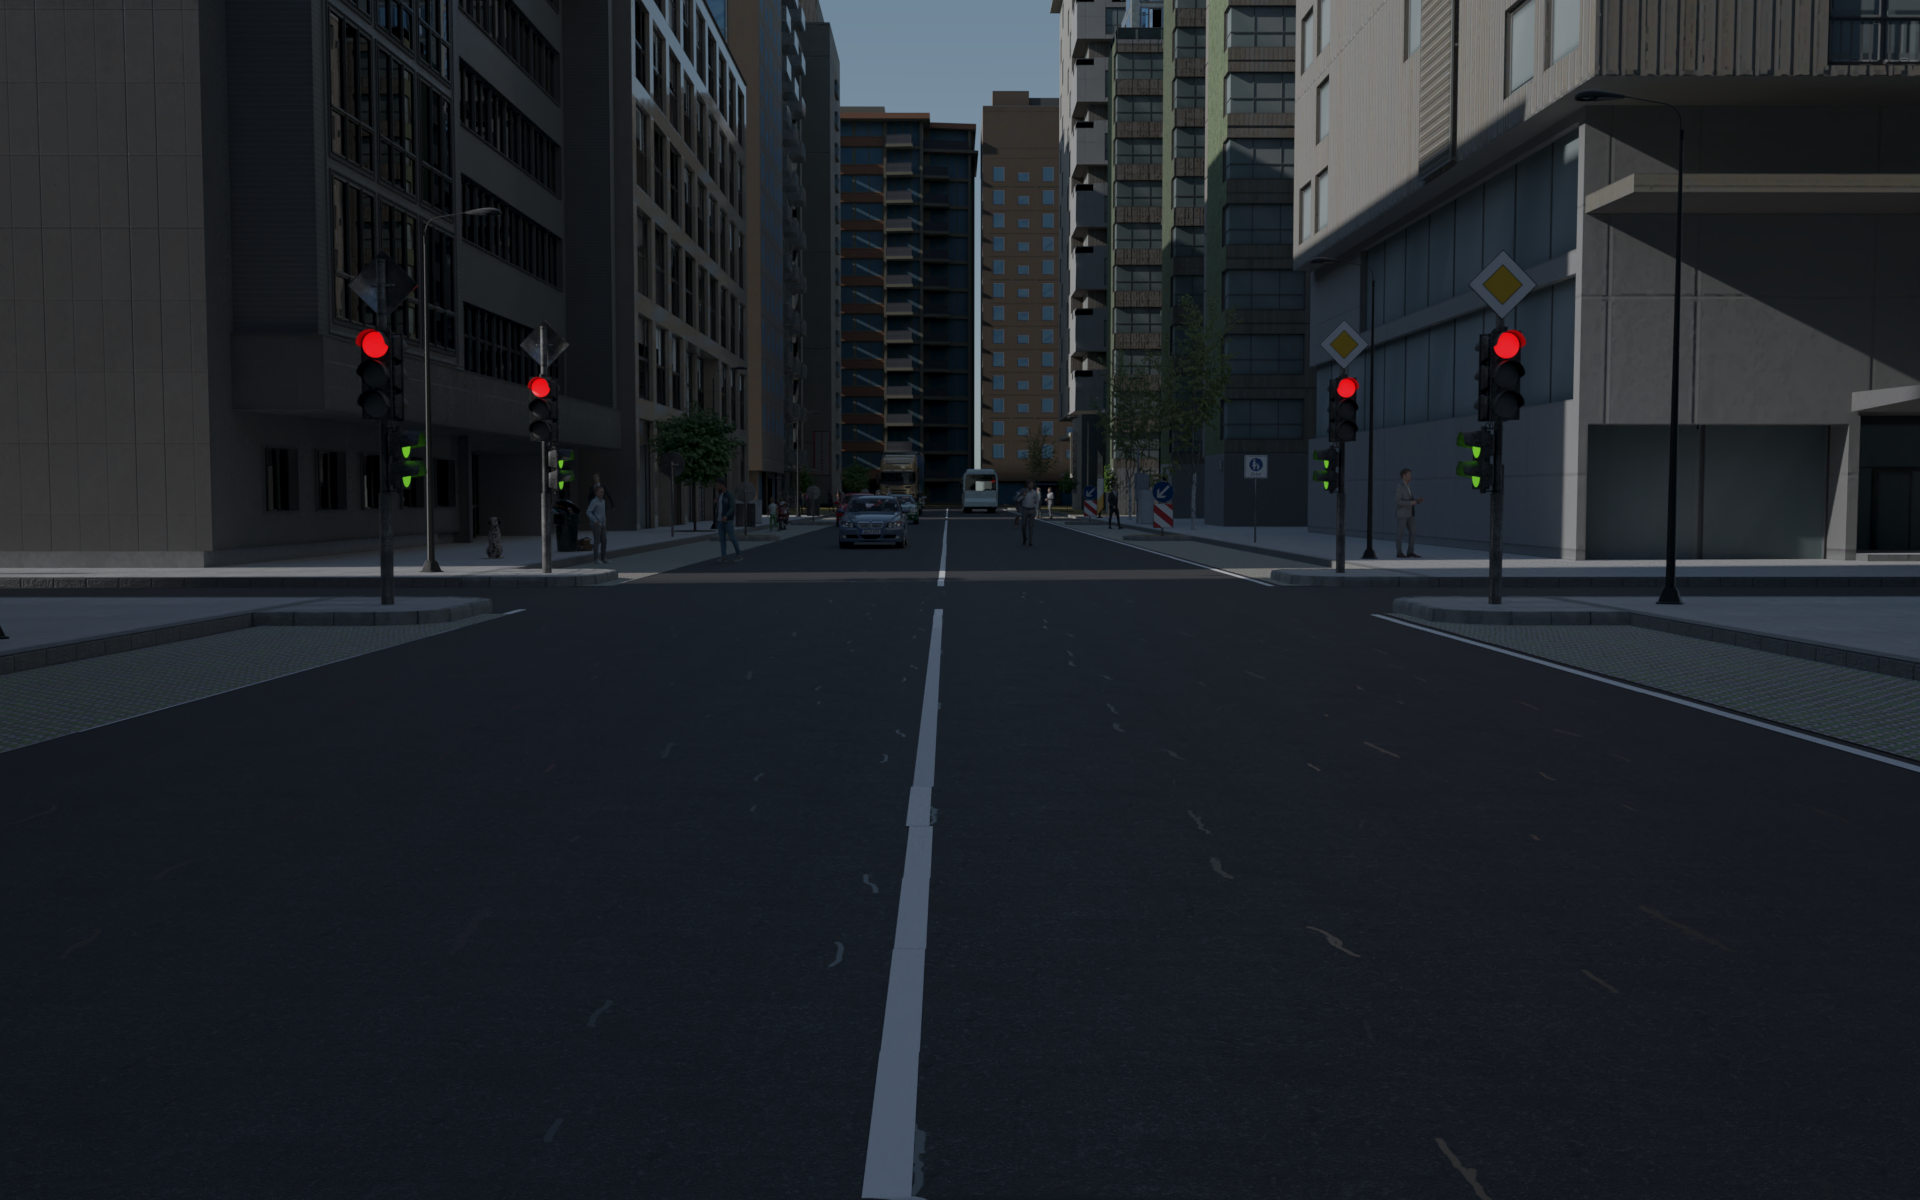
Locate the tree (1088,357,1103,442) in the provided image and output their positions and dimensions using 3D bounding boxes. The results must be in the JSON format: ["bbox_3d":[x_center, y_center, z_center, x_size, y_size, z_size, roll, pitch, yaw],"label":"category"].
[{"bbox_3d":[8.398,-8.256,85.341,4.737,8.622,4.395,0,3,0],"label":"tree"}]

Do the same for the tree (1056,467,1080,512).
[{"bbox_3d":[7.721,-8.045,126.137,1.663,3.219,1.824,0,3,0],"label":"tree"}]

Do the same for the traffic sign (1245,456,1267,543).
[{"bbox_3d":[7.807,-2.669,45.763,0.606,2.300,0.079,0,4,1],"label":"traffic sign"}]

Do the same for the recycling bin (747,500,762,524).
[{"bbox_3d":[-8.962,-3.764,74.102,0.722,1.027,0.722,3,5,43],"label":"recycling bin"}]

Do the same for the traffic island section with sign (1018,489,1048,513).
[{"bbox_3d":[5.559,-7.438,130.240,1.989,1.847,2.006,0,4,0],"label":"traffic island section with sign"}]

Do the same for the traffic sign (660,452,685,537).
[{"bbox_3d":[-8.615,-3.163,51.827,0.768,2.556,0.104,0,4,7],"label":"traffic sign"}]

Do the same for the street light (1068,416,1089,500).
[{"bbox_3d":[7.099,-7.994,103.245,1.470,5.913,1.316,0,4,0],"label":"street light"}]

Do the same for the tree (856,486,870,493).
[{"bbox_3d":[-9.579,-10.651,168.740,1.663,3.219,1.824,0,3,0],"label":"tree"}]

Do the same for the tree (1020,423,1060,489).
[{"bbox_3d":[8.156,-14.111,181.082,4.737,8.622,4.395,0,3,0],"label":"tree"}]

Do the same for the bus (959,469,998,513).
[{"bbox_3d":[1.461,-8.526,134.256,2.948,3.499,13.247,0,4,0],"label":"bus"}]

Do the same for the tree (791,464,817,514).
[{"bbox_3d":[-10.019,-7.105,110.761,1.663,3.219,1.824,0,3,0],"label":"tree"}]

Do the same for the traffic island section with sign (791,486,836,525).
[{"bbox_3d":[-6.734,-4.368,80.038,1.989,1.847,2.006,0,4,0],"label":"traffic island section with sign"}]

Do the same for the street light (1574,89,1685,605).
[{"bbox_3d":[7.757,-2.907,20.067,1.470,5.913,1.316,0,4,0],"label":"street light"}]

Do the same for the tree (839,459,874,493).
[{"bbox_3d":[-9.728,-10.969,163.050,4.285,4.588,4.351,0,3,0],"label":"tree"}]

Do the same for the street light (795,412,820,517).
[{"bbox_3d":[-8.591,-7.653,97.673,1.470,5.913,1.316,0,4,0],"label":"street light"}]

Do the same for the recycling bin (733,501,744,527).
[{"bbox_3d":[-8.823,-3.379,67.803,0.722,1.027,0.722,-1,4,-12],"label":"recycling bin"}]

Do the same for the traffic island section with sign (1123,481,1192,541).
[{"bbox_3d":[6.058,-2.739,53.409,1.989,1.847,2.006,0,4,0],"label":"traffic island section with sign"}]

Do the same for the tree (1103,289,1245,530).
[{"bbox_3d":[8.202,-6.813,61.748,4.737,8.622,4.395,0,3,0],"label":"tree"}]

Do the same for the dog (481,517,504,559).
[{"bbox_3d":[-9.368,-1.229,34.482,0.513,0.831,0.800,2,4,26],"label":"dog"}]

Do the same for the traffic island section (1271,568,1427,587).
[{"bbox_3d":[6.216,-0.362,28.205,2.009,0.180,2.903,0,4,0],"label":"traffic island section"}]

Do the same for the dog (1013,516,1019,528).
[{"bbox_3d":[2.387,-3.277,72.871,0.540,0.507,0.406,3,5,42],"label":"dog"}]

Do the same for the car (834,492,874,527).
[{"bbox_3d":[-4.505,-4.171,77.233,2.155,1.783,4.494,0,4,1],"label":"car"}]

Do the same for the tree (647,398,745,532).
[{"bbox_3d":[-9.023,-4.626,59.350,4.285,4.588,4.351,0,3,0],"label":"tree"}]

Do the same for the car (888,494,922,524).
[{"bbox_3d":[-2.904,-4.383,83.468,2.131,1.459,4.920,0,4,-2],"label":"car"}]

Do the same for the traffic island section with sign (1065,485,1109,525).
[{"bbox_3d":[5.876,-4.388,80.364,1.989,1.847,2.006,0,4,0],"label":"traffic island section with sign"}]

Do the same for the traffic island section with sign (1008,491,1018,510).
[{"bbox_3d":[5.377,-9.139,158.047,1.989,1.847,2.006,0,4,0],"label":"traffic island section with sign"}]

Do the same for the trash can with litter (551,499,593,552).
[{"bbox_3d":[-8.673,-1.670,38.697,0.624,1.170,1.055,2,4,25],"label":"trash can with litter"}]

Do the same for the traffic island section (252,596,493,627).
[{"bbox_3d":[-6.673,0.131,20.141,2.009,0.180,2.903,0,4,0],"label":"traffic island section"}]

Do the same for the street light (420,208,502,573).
[{"bbox_3d":[-8.141,-3.409,28.271,1.470,5.913,1.316,0,4,0],"label":"street light"}]

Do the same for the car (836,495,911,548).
[{"bbox_3d":[-2.339,-2.157,47.274,2.014,1.417,4.499,0,4,0],"label":"car"}]

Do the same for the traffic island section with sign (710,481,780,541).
[{"bbox_3d":[-6.555,-2.719,53.083,1.989,1.847,2.006,0,4,0],"label":"traffic island section with sign"}]

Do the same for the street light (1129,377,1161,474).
[{"bbox_3d":[7.384,-5.881,68.698,1.470,5.913,1.316,0,4,0],"label":"street light"}]

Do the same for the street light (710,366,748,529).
[{"bbox_3d":[-8.426,-5.540,63.126,1.470,5.913,1.316,0,4,0],"label":"street light"}]

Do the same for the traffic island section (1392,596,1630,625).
[{"bbox_3d":[6.268,0.126,20.220,2.009,0.180,2.903,0,4,0],"label":"traffic island section"}]

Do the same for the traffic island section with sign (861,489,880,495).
[{"bbox_3d":[-7.069,-7.429,130.092,1.989,1.847,2.006,0,4,0],"label":"traffic island section with sign"}]

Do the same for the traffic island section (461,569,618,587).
[{"bbox_3d":[-6.725,-0.358,28.126,2.009,0.180,2.903,0,4,0],"label":"traffic island section"}]

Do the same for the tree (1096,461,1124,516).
[{"bbox_3d":[8.875,-6.550,101.700,1.663,3.219,1.824,0,3,0],"label":"tree"}]

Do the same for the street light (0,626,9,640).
[{"bbox_3d":[-8.063,-2.604,15.115,1.470,5.913,1.316,0,4,0],"label":"street light"}]
